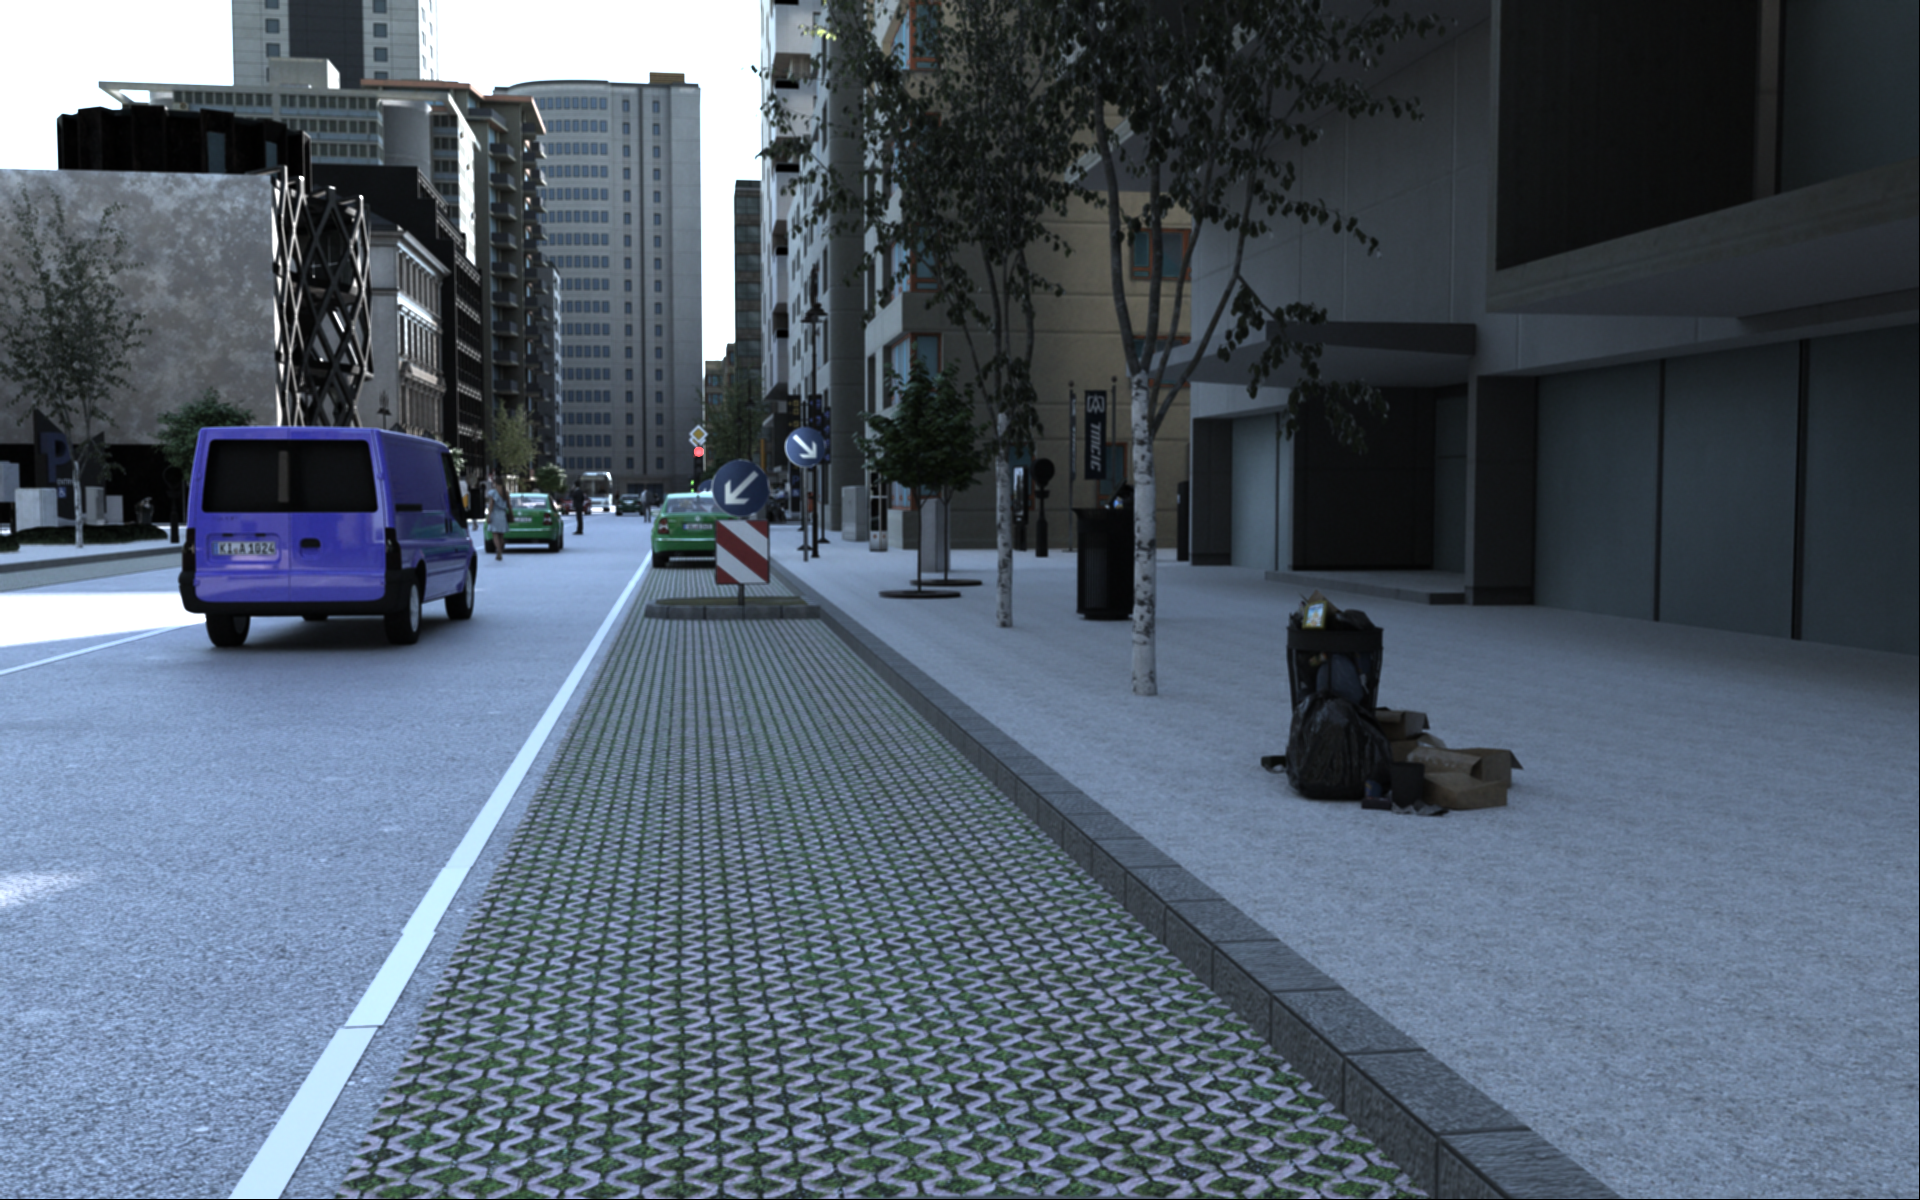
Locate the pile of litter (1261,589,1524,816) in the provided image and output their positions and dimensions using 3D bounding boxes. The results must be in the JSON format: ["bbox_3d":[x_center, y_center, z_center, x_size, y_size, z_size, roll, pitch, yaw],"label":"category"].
[{"bbox_3d":[1.912,0.380,7.749,1.176,0.858,1.719,1,4,18],"label":"pile of litter"}]

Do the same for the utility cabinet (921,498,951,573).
[{"bbox_3d":[-0.415,-1.076,28.754,0.306,1.237,1.020,1,4,12],"label":"utility cabinet"}]

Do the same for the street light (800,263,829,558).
[{"bbox_3d":[-2.932,-3.799,34.902,0.468,5.910,1.993,-1,4,-9],"label":"street light"}]

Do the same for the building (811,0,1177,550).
[{"bbox_3d":[10.093,-12.884,55.685,27.650,21.520,28.899,-1,4,-9],"label":"building"}]

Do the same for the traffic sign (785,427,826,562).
[{"bbox_3d":[-2.931,-2.004,32.872,0.768,2.556,0.104,0,4,-7],"label":"traffic sign"}]

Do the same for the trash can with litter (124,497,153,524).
[{"bbox_3d":[-29.764,-3.135,62.647,1.055,1.170,0.624,0,4,-5],"label":"trash can with litter"}]

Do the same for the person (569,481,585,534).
[{"bbox_3d":[-13.615,-3.282,61.515,0.474,1.900,0.648,0,4,0],"label":"person"}]

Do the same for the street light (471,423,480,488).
[{"bbox_3d":[-30.769,-8.397,110.071,0.468,5.910,1.993,-1,4,-9],"label":"street light"}]

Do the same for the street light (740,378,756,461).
[{"bbox_3d":[-8.389,-5.896,69.180,0.468,5.910,1.993,-1,4,-9],"label":"street light"}]

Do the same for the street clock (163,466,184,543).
[{"bbox_3d":[-20.569,-2.492,45.320,0.471,2.002,0.358,-2,4,-32],"label":"street clock"}]

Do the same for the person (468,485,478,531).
[{"bbox_3d":[-19.057,-3.621,68.060,0.694,1.780,0.624,2,4,29],"label":"person"}]

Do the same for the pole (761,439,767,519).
[{"bbox_3d":[-7.252,-4.291,63.998,0.158,3.312,0.155,0,3,0],"label":"pole"}]

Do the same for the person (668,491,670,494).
[{"bbox_3d":[-35.536,-12.452,212.537,0.568,1.767,0.683,2,4,23],"label":"person"}]

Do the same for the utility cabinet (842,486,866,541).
[{"bbox_3d":[-2.914,-2.364,47.326,0.318,1.500,1.173,-1,4,-23],"label":"utility cabinet"}]

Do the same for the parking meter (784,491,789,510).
[{"bbox_3d":[-14.020,-8.055,140.109,0.372,1.533,0.369,0,3,0],"label":"parking meter"}]

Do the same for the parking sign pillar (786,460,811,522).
[{"bbox_3d":[-7.624,-5.607,80.142,1.447,3.967,1.447,0,4,-8],"label":"parking sign pillar"}]

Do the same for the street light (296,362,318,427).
[{"bbox_3d":[-22.961,-5.392,60.944,0.468,5.910,1.993,-1,4,-9],"label":"street light"}]

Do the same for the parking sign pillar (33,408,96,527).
[{"bbox_3d":[-28.605,-4.056,54.789,1.447,3.967,1.447,1,4,14],"label":"parking sign pillar"}]

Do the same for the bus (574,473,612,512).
[{"bbox_3d":[-30.396,-9.129,144.124,2.948,3.499,13.247,-1,4,-10],"label":"bus"}]

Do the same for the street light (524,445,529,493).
[{"bbox_3d":[-36.088,-10.471,143.996,0.468,5.910,1.993,-1,4,-9],"label":"street light"}]

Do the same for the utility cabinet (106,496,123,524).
[{"bbox_3d":[-36.983,-3.924,75.320,1.020,1.237,0.306,-2,4,-32],"label":"utility cabinet"}]

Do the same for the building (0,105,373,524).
[{"bbox_3d":[-37.535,-13.226,83.704,16.820,18.784,16.811,-1,4,-9],"label":"building"}]

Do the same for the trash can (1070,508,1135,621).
[{"bbox_3d":[1.504,-0.373,17.753,0.748,1.137,0.748,0,3,0],"label":"trash can"}]

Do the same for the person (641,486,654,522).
[{"bbox_3d":[-15.881,-4.858,88.033,0.679,1.850,0.850,-1,4,-18],"label":"person"}]

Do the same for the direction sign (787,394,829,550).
[{"bbox_3d":[-3.541,-2.907,39.531,0.876,3.537,0.379,1,4,20],"label":"direction sign"}]

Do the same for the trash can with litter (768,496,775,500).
[{"bbox_3d":[-10.324,-5.115,95.009,0.624,1.170,1.055,-1,4,-17],"label":"trash can with litter"}]

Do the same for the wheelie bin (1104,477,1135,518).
[{"bbox_3d":[3.142,-1.549,33.233,0.693,1.594,0.980,0,4,-2],"label":"wheelie bin"}]

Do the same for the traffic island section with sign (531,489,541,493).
[{"bbox_3d":[-31.027,-7.236,126.940,1.989,1.847,2.006,-1,4,-9],"label":"traffic island section with sign"}]

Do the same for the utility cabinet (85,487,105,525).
[{"bbox_3d":[-26.238,-2.685,52.582,0.318,1.500,1.173,-1,4,-16],"label":"utility cabinet"}]

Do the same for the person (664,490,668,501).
[{"bbox_3d":[-24.987,-8.443,146.889,0.444,1.785,0.601,1,4,19],"label":"person"}]

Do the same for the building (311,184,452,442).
[{"bbox_3d":[-38.226,-14.868,107.714,10.561,19.102,19.286,-1,4,-9],"label":"building"}]

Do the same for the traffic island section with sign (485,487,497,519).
[{"bbox_3d":[-26.843,-5.607,100.310,1.989,1.847,2.006,-1,4,-9],"label":"traffic island section with sign"}]

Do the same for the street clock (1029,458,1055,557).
[{"bbox_3d":[1.667,-1.875,35.234,0.471,2.002,0.358,-2,4,-24],"label":"street clock"}]

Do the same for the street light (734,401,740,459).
[{"bbox_3d":[-10.821,-6.860,84.951,0.468,5.910,1.993,-1,4,-9],"label":"street light"}]

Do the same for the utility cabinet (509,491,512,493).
[{"bbox_3d":[-34.370,-7.453,130.530,1.173,1.500,0.318,1,4,18],"label":"utility cabinet"}]

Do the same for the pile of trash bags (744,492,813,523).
[{"bbox_3d":[-8.242,-4.178,78.064,3.447,1.369,1.912,0,4,-4],"label":"pile of trash bags"}]

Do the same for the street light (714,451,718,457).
[{"bbox_3d":[-21.342,-10.953,151.862,0.468,5.910,1.993,-1,4,-9],"label":"street light"}]

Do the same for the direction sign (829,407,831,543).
[{"bbox_3d":[-3.588,-3.257,45.254,0.379,3.537,0.876,-2,4,-31],"label":"direction sign"}]

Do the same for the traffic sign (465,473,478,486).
[{"bbox_3d":[-29.870,-6.471,105.900,0.768,2.556,0.104,0,4,0],"label":"traffic sign"}]

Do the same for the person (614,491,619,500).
[{"bbox_3d":[-36.711,-10.754,185.144,0.721,1.723,1.217,-2,4,-33],"label":"person"}]

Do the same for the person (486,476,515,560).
[{"bbox_3d":[-9.918,-1.763,37.411,0.616,1.811,0.778,-2,4,-25],"label":"person"}]

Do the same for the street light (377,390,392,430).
[{"bbox_3d":[-25.430,-6.351,76.628,0.468,5.910,1.993,-1,4,-9],"label":"street light"}]

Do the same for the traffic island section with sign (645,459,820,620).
[{"bbox_3d":[-2.721,-0.728,20.525,1.989,1.847,2.006,-1,4,-9],"label":"traffic island section with sign"}]

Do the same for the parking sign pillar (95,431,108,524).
[{"bbox_3d":[-37.131,-5.215,73.736,1.447,3.967,1.447,-3,4,-38],"label":"parking sign pillar"}]

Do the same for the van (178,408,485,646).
[{"bbox_3d":[-6.332,-0.835,18.042,2.240,2.365,5.245,0,4,-7],"label":"van"}]

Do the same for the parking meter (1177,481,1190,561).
[{"bbox_3d":[4.355,-1.517,33.207,0.372,1.533,0.369,0,3,0],"label":"parking meter"}]

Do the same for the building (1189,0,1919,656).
[{"bbox_3d":[16.963,-26.300,19.237,28.713,52.752,27.495,-1,4,-9],"label":"building"}]

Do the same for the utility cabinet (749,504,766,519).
[{"bbox_3d":[-7.198,-3.229,61.470,0.318,1.500,1.173,1,4,9],"label":"utility cabinet"}]
